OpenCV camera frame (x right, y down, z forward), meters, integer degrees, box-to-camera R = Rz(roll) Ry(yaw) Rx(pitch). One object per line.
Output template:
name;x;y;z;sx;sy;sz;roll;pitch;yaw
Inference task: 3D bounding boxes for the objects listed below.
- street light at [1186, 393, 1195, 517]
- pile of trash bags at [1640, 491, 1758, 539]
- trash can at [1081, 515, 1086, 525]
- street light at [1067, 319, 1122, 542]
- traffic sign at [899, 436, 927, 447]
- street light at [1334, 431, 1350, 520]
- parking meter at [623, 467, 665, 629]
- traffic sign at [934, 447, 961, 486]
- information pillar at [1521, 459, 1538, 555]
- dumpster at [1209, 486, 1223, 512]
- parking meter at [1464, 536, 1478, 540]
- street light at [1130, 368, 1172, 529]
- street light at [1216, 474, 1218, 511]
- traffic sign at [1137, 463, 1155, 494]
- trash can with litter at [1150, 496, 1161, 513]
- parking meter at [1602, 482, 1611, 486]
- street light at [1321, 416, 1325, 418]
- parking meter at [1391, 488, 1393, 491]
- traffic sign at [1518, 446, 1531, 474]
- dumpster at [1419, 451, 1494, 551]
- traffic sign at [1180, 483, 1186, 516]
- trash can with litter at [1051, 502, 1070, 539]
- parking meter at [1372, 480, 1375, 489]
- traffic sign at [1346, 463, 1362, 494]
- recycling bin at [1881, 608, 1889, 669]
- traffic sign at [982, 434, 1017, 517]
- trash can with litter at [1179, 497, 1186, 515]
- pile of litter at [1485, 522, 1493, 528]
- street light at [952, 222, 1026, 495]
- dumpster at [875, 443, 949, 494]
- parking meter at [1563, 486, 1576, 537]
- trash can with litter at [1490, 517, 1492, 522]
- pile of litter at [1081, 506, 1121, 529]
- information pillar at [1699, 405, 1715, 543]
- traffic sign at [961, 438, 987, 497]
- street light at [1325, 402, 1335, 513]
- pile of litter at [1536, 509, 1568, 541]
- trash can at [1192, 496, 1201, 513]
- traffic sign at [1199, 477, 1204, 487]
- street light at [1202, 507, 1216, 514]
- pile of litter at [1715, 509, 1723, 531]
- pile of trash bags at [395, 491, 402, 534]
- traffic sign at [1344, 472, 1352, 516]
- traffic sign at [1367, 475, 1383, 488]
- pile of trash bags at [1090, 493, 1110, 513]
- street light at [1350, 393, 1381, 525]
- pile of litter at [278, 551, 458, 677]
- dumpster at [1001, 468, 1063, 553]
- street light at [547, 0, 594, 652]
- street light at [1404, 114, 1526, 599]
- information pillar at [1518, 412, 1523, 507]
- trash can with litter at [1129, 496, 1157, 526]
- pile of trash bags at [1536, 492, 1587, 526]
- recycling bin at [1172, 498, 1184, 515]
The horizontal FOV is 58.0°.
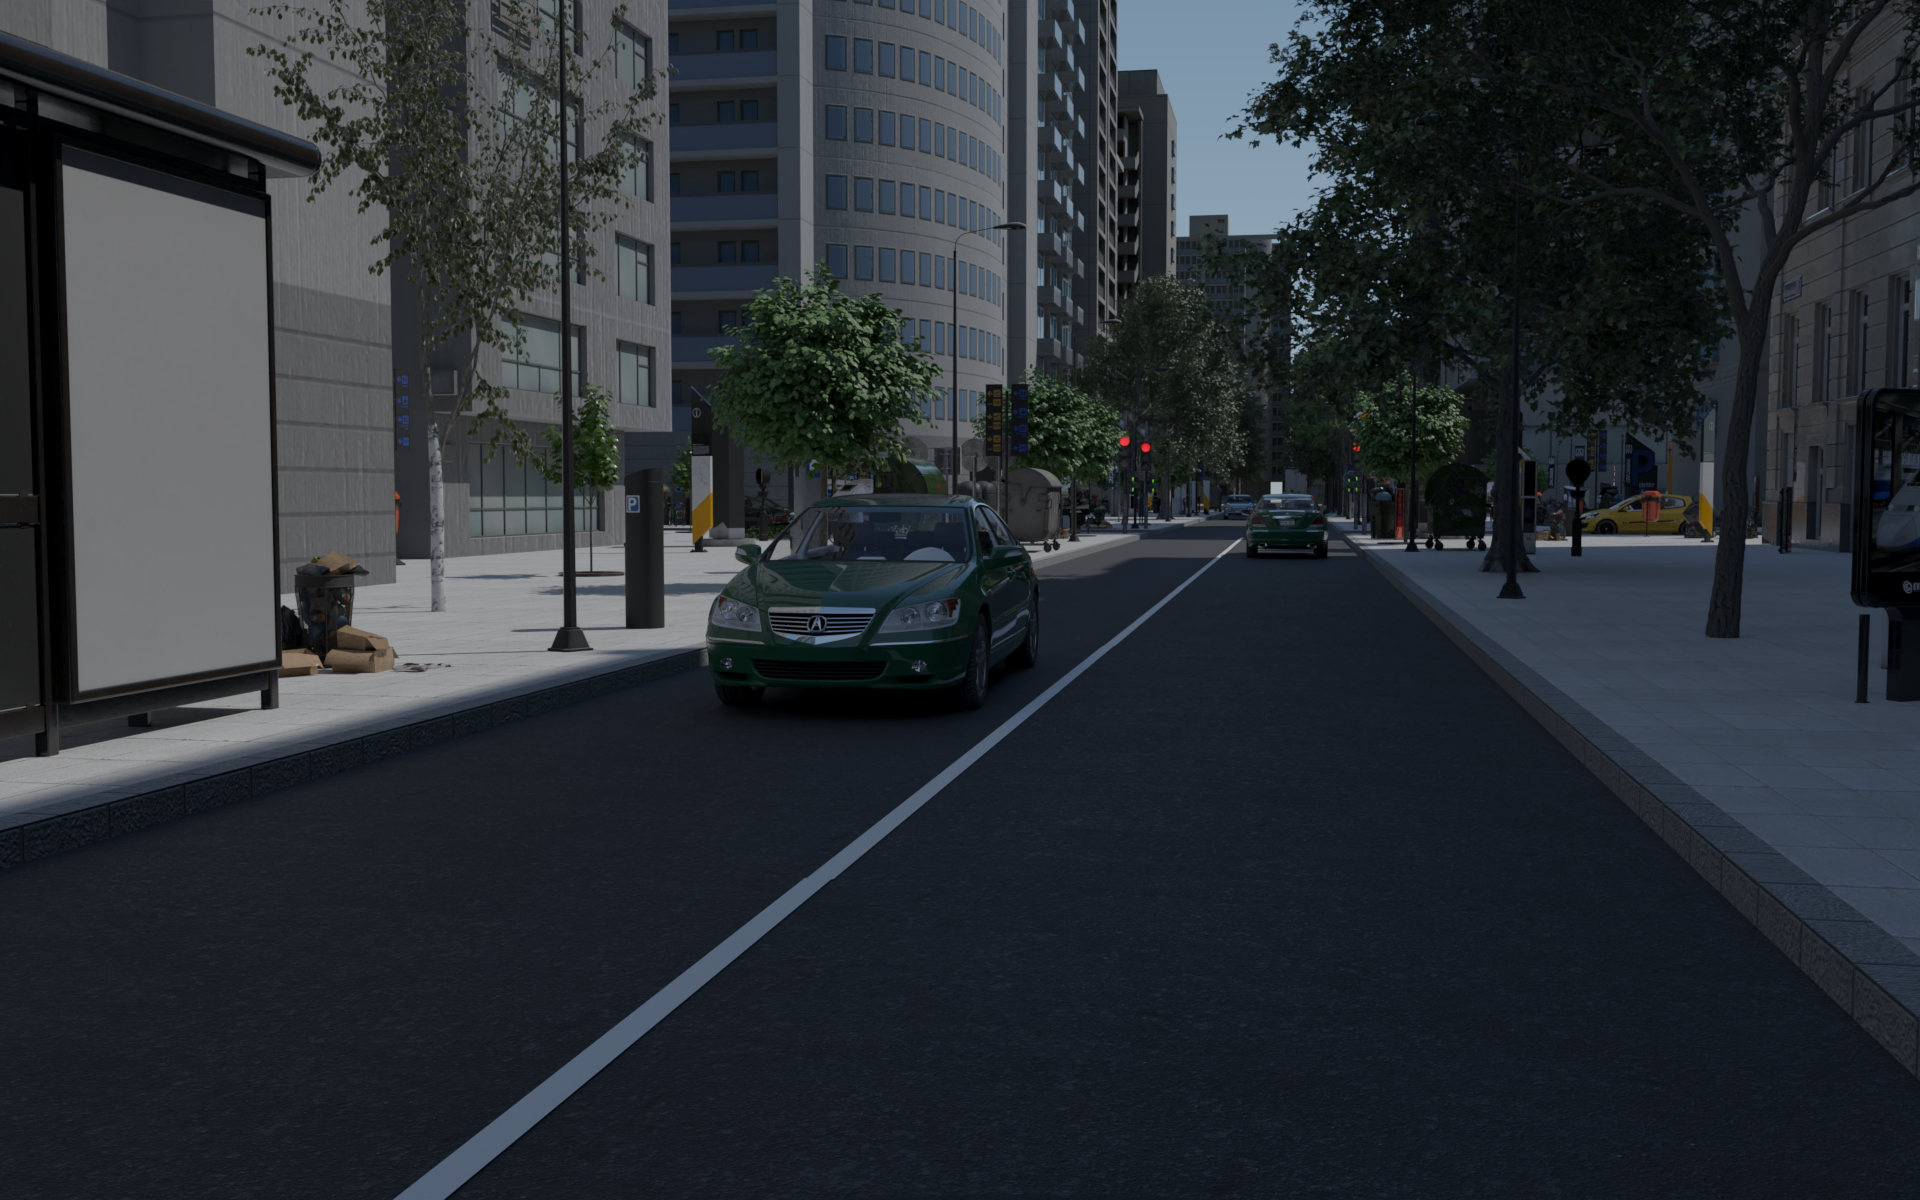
street light;10.156;-6.558;79.767;1.470;5.913;1.316;1;4;11
pile of trash bags;21.651;-2.512;50.830;1.912;1.369;3.447;-3;5;-44
trash can;4.722;-3.517;69.159;0.748;1.137;0.748;0;3;0
street light;3.602;-4.512;46.316;1.470;5.913;1.316;1;4;11
traffic sign;-1.081;-2.330;38.198;0.768;2.556;0.104;1;4;15
street light;12.644;-5.012;54.493;1.470;5.913;1.316;1;4;11
parking meter;-3.023;-0.500;16.588;0.372;1.533;0.369;0;3;0
traffic sign;-0.276;-2.156;37.376;0.606;2.300;0.079;1;4;19
information pillar;12.076;-1.975;36.781;0.304;2.012;0.304;1;4;12
dumpster;17.935;-7.153;122.713;1.264;1.857;1.865;1;4;11
parking meter;14.391;-2.633;48.760;0.399;1.863;0.255;1;4;10
street light;7.012;-5.582;63.808;1.470;5.913;1.316;1;4;11
street light;16.462;-8.543;112.227;1.470;5.913;1.316;1;4;11
traffic sign;7.227;-4.129;67.608;0.768;2.556;0.104;1;4;15
trash can with litter;13.137;-6.311;114.580;1.055;1.170;0.624;-3;5;-39
parking meter;31.579;-4.824;84.587;0.399;1.863;0.255;3;4;38
street light;19.083;-7.023;87.363;1.470;5.913;1.316;1;4;11
parking meter;17.243;-3.752;69.753;0.372;1.533;0.369;0;3;0
traffic sign;12.838;-2.377;40.053;0.795;2.450;0.064;1;4;19
dumpster;11.352;-2.275;39.686;1.502;2.255;1.985;1;4;11
traffic sign;13.096;-6.272;102.647;0.768;2.556;0.104;1;4;21
trash can with litter;2.705;-2.327;49.440;0.624;1.170;1.055;2;4;31
parking meter;17.066;-3.983;70.833;0.399;1.863;0.255;-3;5;-42
traffic sign;15.750;-4.215;69.018;0.768;2.556;0.104;1;4;14
recycling bin;7.237;-0.001;12.576;0.722;1.027;0.722;-2;4;-30
traffic sign;0.823;-2.214;36.298;0.768;2.556;0.104;1;4;17
trash can with litter;13.805;-5.813;106.437;0.624;1.170;1.055;-2;4;-28
pile of litter;20.438;-3.112;64.845;1.719;0.858;1.176;2;4;29
street light;0.441;-3.506;29.860;1.470;5.913;1.316;1;4;11
dumpster;-1.140;-1.861;32.918;1.502;2.255;1.985;1;4;11
parking meter;18.373;-2.676;52.161;0.372;1.533;0.369;0;3;0
trash can with litter;25.194;-4.234;80.284;1.678;1.210;2.233;-1;4;-9
pile of litter;5.122;-3.056;63.929;1.719;0.858;1.176;3;4;36
information pillar;19.694;-3.321;45.646;0.504;3.616;0.183;-2;4;-33
traffic sign;0.323;-2.416;39.615;0.768;2.556;0.104;1;4;19
street light;15.921;-6.048;71.428;1.470;5.913;1.316;1;4;11
pile of litter;16.279;-2.079;47.957;1.176;0.858;1.719;2;4;31
trash can;15.885;-6.426;116.718;0.748;1.137;0.748;0;3;0
traffic sign;17.833;-7.727;126.438;0.768;2.556;0.104;1;4;17
street light;13.205;-7.534;95.725;1.470;5.913;1.316;1;4;11
pile of litter;28.674;-3.068;64.123;1.176;0.858;1.719;1;4;11
pile of trash bags;-18.058;-2.619;52.581;3.447;1.369;1.912;2;4;32
traffic sign;20.495;-5.547;90.796;0.768;2.556;0.104;1;4;16
traffic sign;15.423;-3.926;64.196;0.884;2.594;0.081;1;4;15
pile of trash bags;9.439;-6.764;120.341;1.912;1.369;3.447;0;4;0
street light;9.512;-4.029;38.419;1.470;5.913;1.316;1;4;11
pile of litter;-4.636;0.083;12.601;1.719;0.858;1.176;1;4;9
dumpster;1.550;-2.012;38.656;1.264;1.857;1.865;1;4;11
street light;-2.665;-2.531;13.915;1.470;5.913;1.316;1;4;11
street light;6.260;-2.980;21.268;1.470;5.913;1.316;1;4;11
information pillar;13.333;-3.083;41.765;0.504;3.616;0.183;-2;4;-27
trash can with litter;7.198;-3.637;70.523;1.678;1.210;2.233;1;4;17
pile of trash bags;24.036;-3.621;68.948;1.912;1.369;3.447;0;4;-2
recycling bin;13.611;-5.825;107.791;0.722;1.027;0.722;-2;4;-29
